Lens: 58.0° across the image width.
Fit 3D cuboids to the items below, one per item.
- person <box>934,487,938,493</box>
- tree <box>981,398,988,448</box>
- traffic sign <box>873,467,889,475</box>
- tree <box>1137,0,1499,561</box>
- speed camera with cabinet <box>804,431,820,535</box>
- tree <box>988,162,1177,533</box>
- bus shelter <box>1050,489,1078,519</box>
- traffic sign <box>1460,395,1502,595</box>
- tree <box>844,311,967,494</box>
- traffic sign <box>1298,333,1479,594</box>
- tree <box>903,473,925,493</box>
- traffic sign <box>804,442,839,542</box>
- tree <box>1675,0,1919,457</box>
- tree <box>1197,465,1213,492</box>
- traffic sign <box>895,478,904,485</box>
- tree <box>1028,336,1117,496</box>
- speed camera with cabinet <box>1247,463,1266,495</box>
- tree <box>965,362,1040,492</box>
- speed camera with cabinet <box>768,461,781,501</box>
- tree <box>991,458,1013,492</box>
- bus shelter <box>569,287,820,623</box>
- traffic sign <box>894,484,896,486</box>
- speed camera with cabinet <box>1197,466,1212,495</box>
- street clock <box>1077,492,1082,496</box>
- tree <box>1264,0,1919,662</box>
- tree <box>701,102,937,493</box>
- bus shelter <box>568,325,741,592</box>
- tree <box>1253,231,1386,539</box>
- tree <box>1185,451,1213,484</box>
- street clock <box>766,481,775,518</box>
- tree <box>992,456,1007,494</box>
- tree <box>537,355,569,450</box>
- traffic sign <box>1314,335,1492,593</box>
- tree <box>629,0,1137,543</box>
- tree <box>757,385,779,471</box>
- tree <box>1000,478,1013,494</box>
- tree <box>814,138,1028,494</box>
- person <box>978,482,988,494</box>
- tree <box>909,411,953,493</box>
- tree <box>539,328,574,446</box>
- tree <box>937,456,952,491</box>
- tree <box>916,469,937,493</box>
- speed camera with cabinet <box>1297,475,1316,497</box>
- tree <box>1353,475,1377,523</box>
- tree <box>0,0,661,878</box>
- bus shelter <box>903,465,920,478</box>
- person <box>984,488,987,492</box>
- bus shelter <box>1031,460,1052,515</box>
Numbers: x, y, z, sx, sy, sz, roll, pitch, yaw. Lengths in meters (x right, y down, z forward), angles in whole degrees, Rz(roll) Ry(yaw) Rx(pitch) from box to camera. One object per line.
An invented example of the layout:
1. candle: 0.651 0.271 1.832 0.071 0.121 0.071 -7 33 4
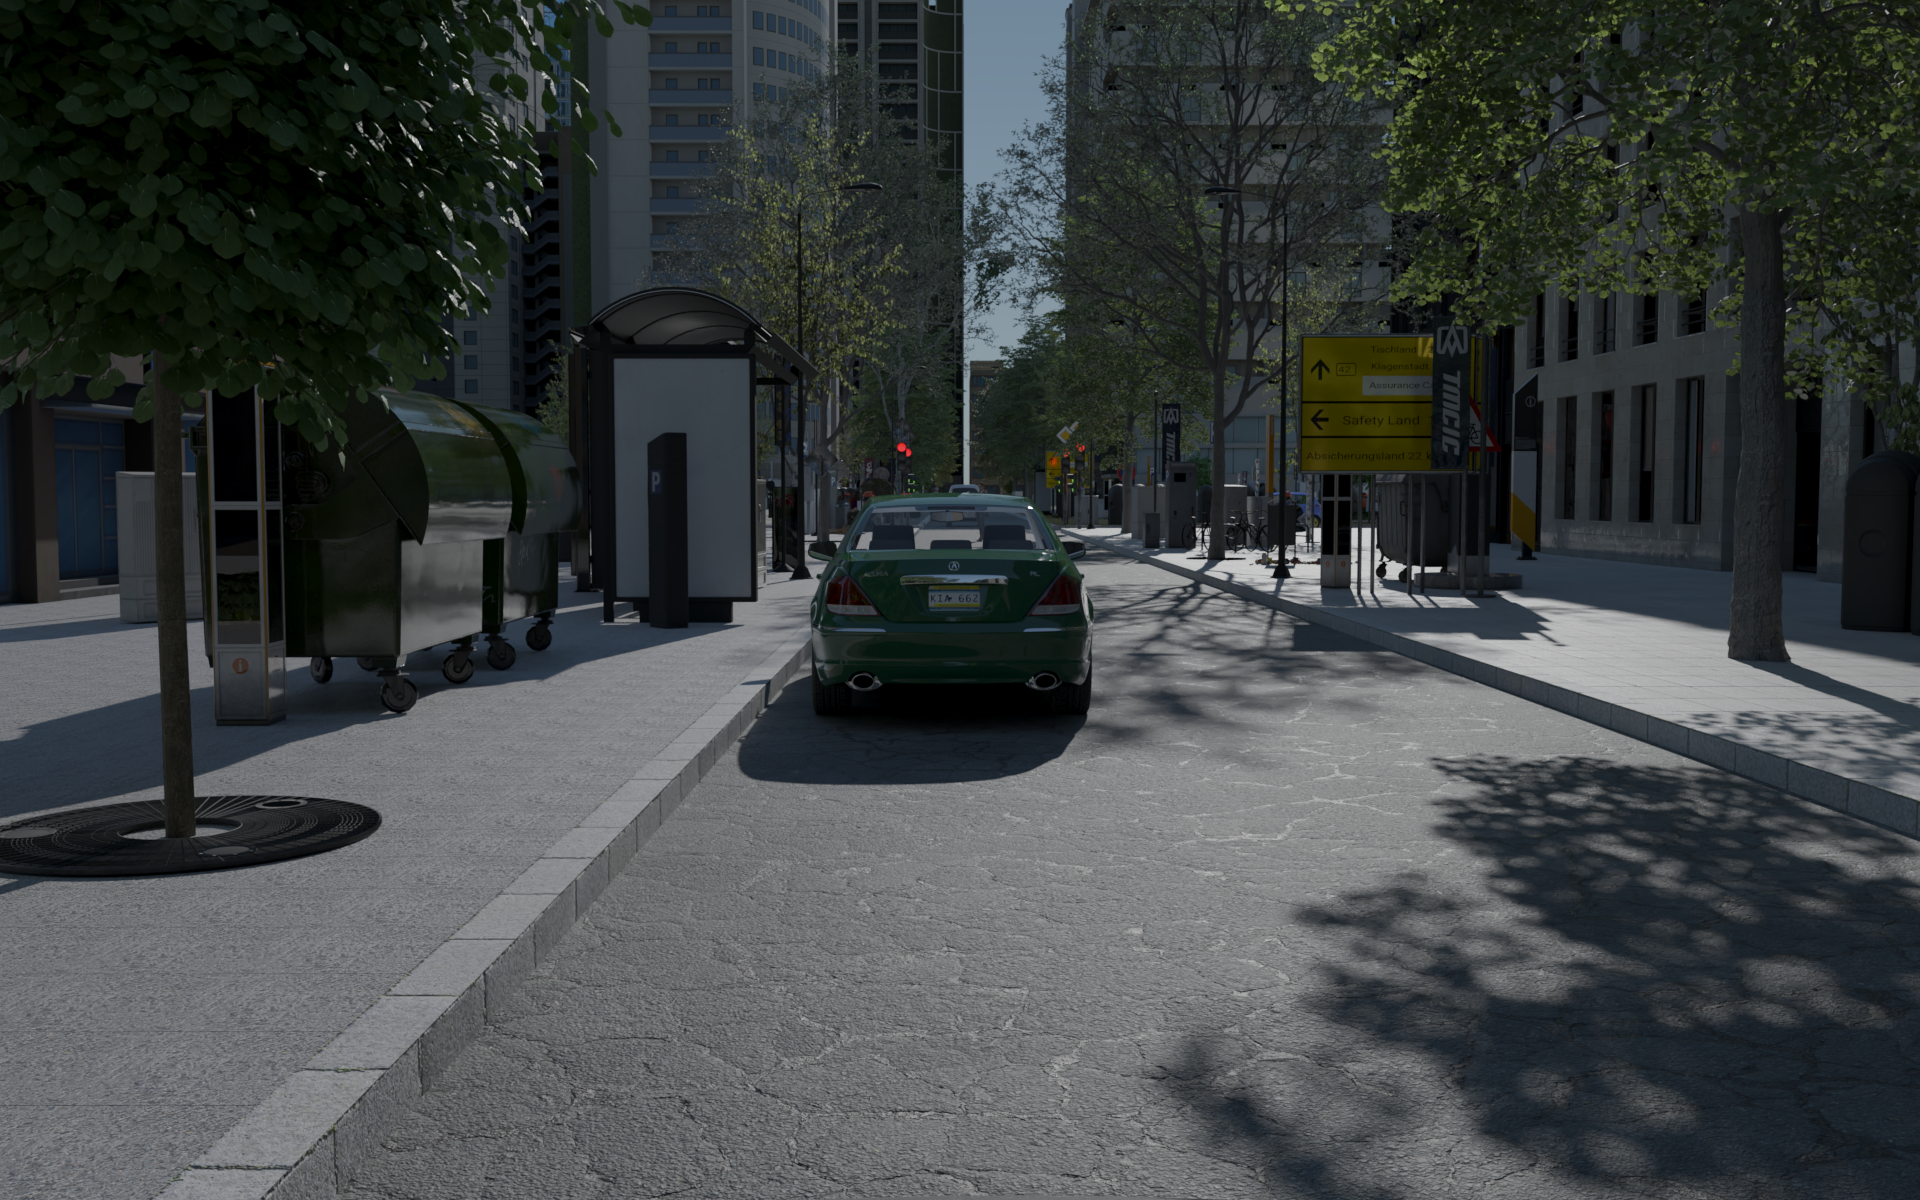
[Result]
1. person: -1.110 -4.715 86.081 0.782 1.767 0.515 -1 4 -9
2. tree: 5.301 -11.741 110.086 7.486 12.596 7.792 0 3 0
3. traffic sign: -3.702 -4.969 81.354 0.768 2.556 0.104 0 4 6
4. tree: 5.148 -7.531 33.503 12.009 13.543 11.850 0 3 0
5. speed camera with cabinet: -4.851 -3.718 55.121 0.660 3.252 2.038 0 4 5
6. tree: 5.875 -8.497 57.055 7.486 12.596 7.792 0 3 0
7. bus shelter: 5.887 -7.156 94.628 2.179 5.291 8.768 0 3 0
8. traffic sign: 6.380 -1.339 21.893 0.884 2.594 0.081 0 4 2
9. tree: -3.346 -11.447 105.281 7.486 12.596 7.792 0 3 0
10. traffic sign: 5.425 -1.722 22.033 2.265 3.308 0.079 0 4 0
11. tree: -3.239 -7.770 121.641 1.663 3.219 1.824 0 3 0
12. traffic sign: -3.092 -2.283 38.516 0.795 2.450 0.064 0 4 5
13. tree: 10.542 -4.252 19.880 4.737 8.622 4.395 0 3 0
14. tree: 16.601 -7.517 117.497 1.663 3.219 1.824 0 3 0
15. traffic sign: -4.330 -7.554 123.609 0.768 2.556 0.104 0 4 6
16. tree: 5.271 -7.739 76.891 4.737 8.622 4.395 0 3 0
17. speed camera with cabinet: 18.955 -7.157 111.355 2.038 3.252 0.660 3 4 38
18. tree: 5.347 -15.805 165.060 9.857 13.997 8.962 0 3 0
19. speed camera with cabinet: -10.800 -6.698 103.854 0.660 3.252 2.038 -2 4 -32
20. tree: 5.067 -15.483 203.511 4.360 8.622 3.978 0 3 0
21. bus shelter: -2.814 -1.578 19.720 2.014 3.302 5.546 0 4 0
22. traffic sign: -4.672 -8.044 131.631 0.768 2.556 0.104 0 4 3
23. speed camera with cabinet: 17.256 -7.932 124.021 2.038 3.252 0.660 3 4 37
24. street clock: 5.684 -4.738 82.038 0.358 2.002 0.471 0 4 0
25. tree: 5.798 -5.805 13.034 7.486 12.596 7.792 0 3 0
26. tree: -3.122 -5.084 33.487 4.360 8.622 3.978 0 3 0
27. bus shelter: -4.276 -2.103 25.660 1.731 3.624 6.357 0 4 0
28. tree: 10.043 -6.039 49.107 4.360 8.622 3.978 0 3 0
29. tree: 17.808 -8.902 129.269 4.285 4.588 4.351 0 3 0
30. street clock: -10.125 -5.380 92.533 0.358 2.002 0.471 3 4 37
31. tree: 4.654 -14.258 183.487 4.737 8.622 4.395 0 3 0
32. tree: -20.015 -8.598 90.947 4.360 8.622 3.978 0 3 0
33. traffic sign: 5.668 -1.741 22.343 2.265 3.308 0.079 0 4 3
34. tree: -3.513 -8.280 45.754 12.009 13.543 11.850 0 3 0
35. tree: -13.289 -9.834 111.143 4.737 8.622 4.395 0 3 0
36. tree: 5.196 -11.137 176.698 1.663 3.219 1.824 0 3 0
37. tree: -2.421 -14.333 90.231 12.611 20.169 13.585 0 3 0
38. person: 0.579 -2.684 52.664 0.520 1.790 0.573 3 4 37
39. tree: -2.972 -11.991 146.408 4.737 8.622 4.395 0 3 0
40. tree: -16.302 -7.710 76.420 4.737 8.622 4.395 0 3 0
41. tree: -3.140 -15.991 211.820 4.360 8.622 3.978 0 3 0
42. tree: -3.755 -10.977 163.190 4.285 4.588 4.351 0 3 0
43. speed camera with cabinet: 25.925 -8.291 129.886 0.660 3.252 2.038 -1 4 -23
44. tree: 18.024 -5.642 75.960 4.285 4.588 4.351 0 3 0
45. tree: -2.842 -1.387 6.384 4.285 4.588 4.351 0 3 0
46. bus shelter: -4.023 -8.901 136.814 1.731 3.624 6.357 0 4 0
47. person: 1.732 -6.307 111.811 0.583 1.804 0.606 0 4 7
48. bus shelter: 5.295 -6.628 102.296 2.014 3.302 5.546 0 4 0
